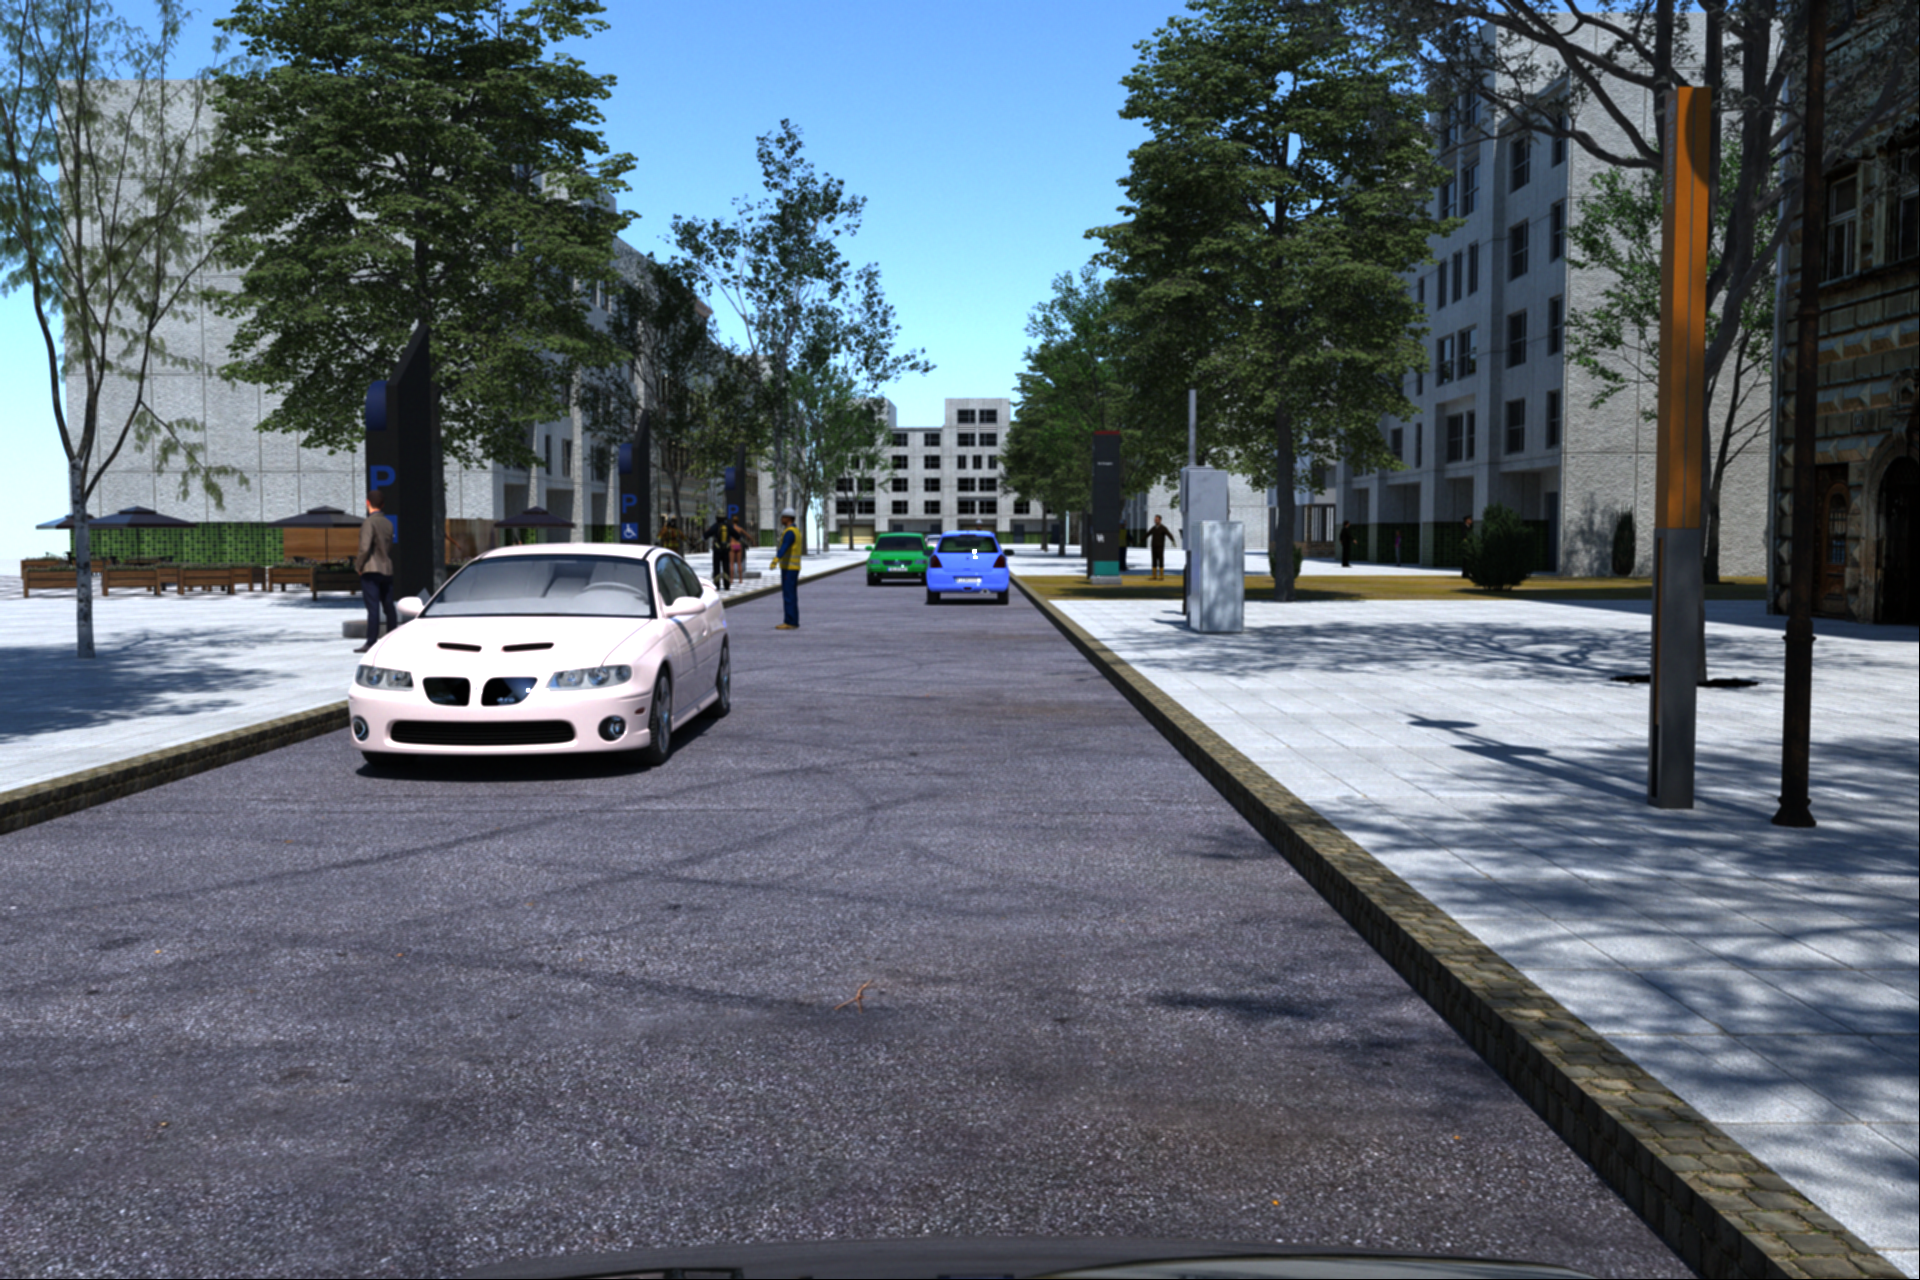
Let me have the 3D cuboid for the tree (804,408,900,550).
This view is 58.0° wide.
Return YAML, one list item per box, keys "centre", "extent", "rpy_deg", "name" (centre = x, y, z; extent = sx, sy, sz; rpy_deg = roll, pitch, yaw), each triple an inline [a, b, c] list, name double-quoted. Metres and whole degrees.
- centre: [-8.520, -12.891, 136.517]
  extent: [9.928, 11.665, 9.643]
  rpy_deg: [0, 3, 0]
  name: "tree"

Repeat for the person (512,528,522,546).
- centre: [-14.921, -3.186, 58.368]
  extent: [0.705, 1.796, 1.348]
  rpy_deg: [-1, 4, -18]
  name: "person"

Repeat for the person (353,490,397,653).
- centre: [-6.489, -0.756, 18.940]
  extent: [0.750, 1.759, 0.617]
  rpy_deg: [2, 4, 33]
  name: "person"

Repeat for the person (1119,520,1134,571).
- centre: [5.516, -3.256, 59.694]
  extent: [1.216, 1.772, 0.721]
  rpy_deg: [-2, 4, -32]
  name: "person"

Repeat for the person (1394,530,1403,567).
- centre: [17.096, -3.579, 67.779]
  extent: [0.599, 1.433, 0.991]
  rpy_deg: [1, 4, 9]
  name: "person"

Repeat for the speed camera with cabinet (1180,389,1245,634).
- centre: [3.365, -1.759, 23.090]
  extent: [0.660, 3.252, 2.038]
  rpy_deg: [0, 4, 0]
  name: "speed camera with cabinet"

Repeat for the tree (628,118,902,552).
- centre: [-9.195, -13.814, 81.748]
  extent: [12.611, 20.169, 13.585]
  rpy_deg: [0, 3, 0]
  name: "tree"

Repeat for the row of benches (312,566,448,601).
- centre: [-10.595, -1.146, 34.192]
  extent: [4.104, 0.672, 1.422]
  rpy_deg: [-1, 4, -20]
  name: "row of benches"

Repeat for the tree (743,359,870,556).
- centre: [-9.004, -10.761, 101.692]
  extent: [9.928, 11.665, 9.643]
  rpy_deg: [0, 3, 0]
  name: "tree"

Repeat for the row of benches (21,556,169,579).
- centre: [-24.564, -2.079, 49.449]
  extent: [4.104, 0.672, 1.422]
  rpy_deg: [0, 4, -2]
  name: "row of benches"

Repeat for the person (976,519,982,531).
- centre: [0.547, -2.512, 49.380]
  extent: [1.347, 1.847, 0.705]
  rpy_deg: [-1, 4, -11]
  name: "person"

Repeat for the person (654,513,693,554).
- centre: [-7.951, -2.576, 47.885]
  extent: [0.705, 1.858, 1.354]
  rpy_deg: [3, 5, 40]
  name: "person"

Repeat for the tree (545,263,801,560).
- centre: [-9.631, -7.639, 59.304]
  extent: [8.767, 10.594, 7.601]
  rpy_deg: [-1, 4, -22]
  name: "tree"

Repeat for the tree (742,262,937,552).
- centre: [-8.436, -16.198, 120.730]
  extent: [12.611, 20.169, 13.585]
  rpy_deg: [0, 3, 0]
  name: "tree"

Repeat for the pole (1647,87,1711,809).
- centre: [3.344, -0.869, 8.055]
  extent: [0.158, 3.312, 0.155]
  rpy_deg: [0, 3, 0]
  name: "pole"

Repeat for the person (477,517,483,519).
- centre: [-15.351, -3.019, 55.487]
  extent: [0.705, 1.813, 1.348]
  rpy_deg: [-1, 4, -16]
  name: "person"

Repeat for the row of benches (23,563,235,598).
- centre: [-17.165, -1.259, 36.055]
  extent: [4.104, 0.672, 1.422]
  rpy_deg: [-2, 4, -30]
  name: "row of benches"

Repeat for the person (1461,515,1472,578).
- centre: [14.777, -2.719, 50.383]
  extent: [0.705, 1.837, 1.347]
  rpy_deg: [2, 4, 26]
  name: "person"

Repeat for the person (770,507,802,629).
- centre: [-2.603, -1.084, 26.149]
  extent: [0.705, 1.833, 1.349]
  rpy_deg: [0, 4, 8]
  name: "person"

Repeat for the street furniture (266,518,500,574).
- centre: [-15.628, -2.622, 49.728]
  extent: [11.010, 1.723, 9.812]
  rpy_deg: [0, 4, 1]
  name: "street furniture"

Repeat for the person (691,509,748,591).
- centre: [-5.420, -2.047, 39.243]
  extent: [1.354, 1.856, 0.705]
  rpy_deg: [-2, 4, -25]
  name: "person"

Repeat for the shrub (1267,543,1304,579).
- centre: [8.758, -2.167, 46.555]
  extent: [1.383, 1.207, 1.383]
  rpy_deg: [0, 3, 0]
  name: "shrub"

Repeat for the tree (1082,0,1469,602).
- centre: [5.837, -6.987, 32.358]
  extent: [7.486, 12.596, 7.792]
  rpy_deg: [0, 3, 0]
  name: "tree"

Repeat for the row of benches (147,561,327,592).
- centre: [-16.257, -1.424, 38.739]
  extent: [4.104, 0.672, 1.422]
  rpy_deg: [0, 4, 7]
  name: "row of benches"

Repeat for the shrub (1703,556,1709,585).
- centre: [16.198, -1.683, 38.633]
  extent: [1.383, 1.207, 1.383]
  rpy_deg: [0, 3, 0]
  name: "shrub"

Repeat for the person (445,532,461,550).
- centre: [-12.110, -2.058, 39.794]
  extent: [0.704, 1.843, 1.345]
  rpy_deg: [3, 5, 43]
  name: "person"

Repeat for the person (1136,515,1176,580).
- centre: [5.478, -2.566, 48.100]
  extent: [1.346, 1.812, 0.704]
  rpy_deg: [3, 5, 42]
  name: "person"

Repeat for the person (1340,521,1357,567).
- centre: [15.053, -3.745, 67.424]
  extent: [0.705, 1.806, 1.347]
  rpy_deg: [-1, 4, -13]
  name: "person"

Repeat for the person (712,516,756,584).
- centre: [-5.818, -2.317, 44.685]
  extent: [1.217, 1.733, 0.721]
  rpy_deg: [-2, 4, -27]
  name: "person"

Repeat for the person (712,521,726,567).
- centre: [-9.196, -3.761, 67.624]
  extent: [1.347, 1.817, 0.704]
  rpy_deg: [3, 5, 44]
  name: "person"

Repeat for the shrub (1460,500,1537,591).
- centre: [12.120, -2.140, 39.027]
  extent: [1.661, 2.075, 1.752]
  rpy_deg: [0, 3, 0]
  name: "shrub"

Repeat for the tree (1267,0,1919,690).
- centre: [6.289, -6.357, 14.303]
  extent: [12.009, 13.543, 11.850]
  rpy_deg: [0, 3, 0]
  name: "tree"

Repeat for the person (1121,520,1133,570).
- centre: [5.895, -3.429, 62.287]
  extent: [0.704, 1.802, 1.346]
  rpy_deg: [-1, 4, -16]
  name: "person"

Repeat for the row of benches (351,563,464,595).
- centre: [-10.987, -1.288, 36.522]
  extent: [4.104, 0.672, 1.422]
  rpy_deg: [1, 4, 12]
  name: "row of benches"

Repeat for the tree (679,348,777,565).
- centre: [-9.544, -7.287, 69.508]
  extent: [4.737, 8.622, 4.395]
  rpy_deg: [0, 3, 0]
  name: "tree"
